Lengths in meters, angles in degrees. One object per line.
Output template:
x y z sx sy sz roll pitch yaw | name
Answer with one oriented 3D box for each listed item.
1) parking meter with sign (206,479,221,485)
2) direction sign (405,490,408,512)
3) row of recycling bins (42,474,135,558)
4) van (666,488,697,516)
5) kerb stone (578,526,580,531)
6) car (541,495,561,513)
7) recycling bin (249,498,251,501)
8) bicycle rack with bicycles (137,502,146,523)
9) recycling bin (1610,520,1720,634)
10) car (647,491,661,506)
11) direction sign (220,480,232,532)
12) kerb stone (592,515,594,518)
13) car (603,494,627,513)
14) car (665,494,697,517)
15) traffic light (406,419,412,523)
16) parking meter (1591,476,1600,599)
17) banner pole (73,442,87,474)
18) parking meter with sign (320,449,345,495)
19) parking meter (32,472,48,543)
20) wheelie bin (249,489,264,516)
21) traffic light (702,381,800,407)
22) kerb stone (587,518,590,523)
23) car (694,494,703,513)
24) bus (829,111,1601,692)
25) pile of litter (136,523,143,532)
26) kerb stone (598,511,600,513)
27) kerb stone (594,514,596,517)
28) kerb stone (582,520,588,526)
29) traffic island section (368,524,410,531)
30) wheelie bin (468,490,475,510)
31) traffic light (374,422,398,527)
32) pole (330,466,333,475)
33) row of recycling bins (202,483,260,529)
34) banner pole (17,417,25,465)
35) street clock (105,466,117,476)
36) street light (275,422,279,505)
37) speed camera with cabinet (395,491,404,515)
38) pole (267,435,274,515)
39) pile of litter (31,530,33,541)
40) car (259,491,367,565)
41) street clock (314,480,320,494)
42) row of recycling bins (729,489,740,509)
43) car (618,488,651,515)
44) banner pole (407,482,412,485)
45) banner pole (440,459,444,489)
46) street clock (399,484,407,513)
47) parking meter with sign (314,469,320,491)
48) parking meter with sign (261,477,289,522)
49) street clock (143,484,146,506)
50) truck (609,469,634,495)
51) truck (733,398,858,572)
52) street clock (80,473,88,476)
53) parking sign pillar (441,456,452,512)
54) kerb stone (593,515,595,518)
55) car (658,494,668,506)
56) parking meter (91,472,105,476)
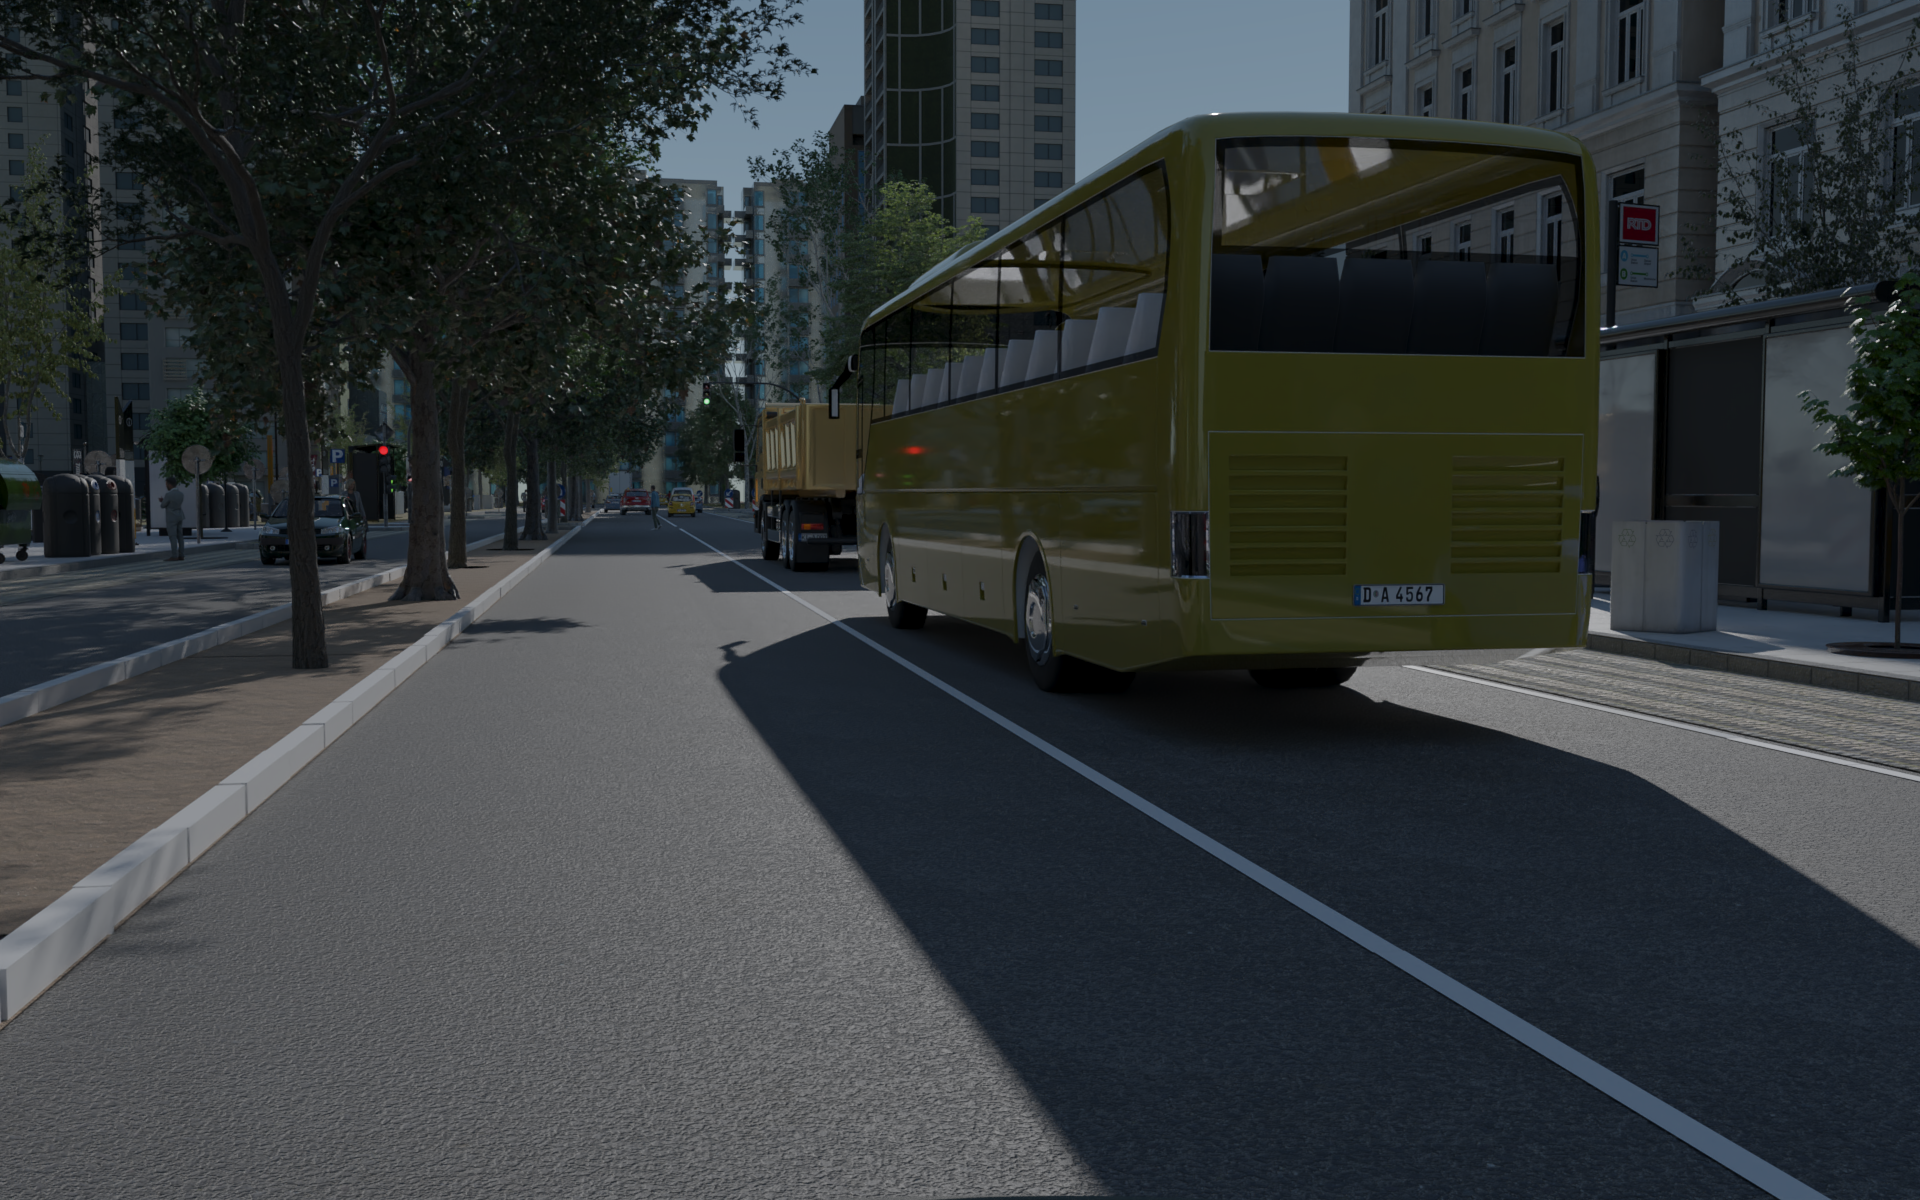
-33.768 -5.018 78.301 0.543 3.016 1.738 0 4 0 | parking meter with sign
-38.861 -7.913 121.382 0.876 3.537 0.379 2 4 34 | direction sign
-18.394 -1.800 36.538 1.069 1.692 3.534 0 4 -7 | row of recycling bins
-18.159 -6.494 113.195 2.013 2.044 4.112 -1 4 -10 | van
-14.325 -2.590 64.547 0.120 0.150 1.000 -1 4 -11 | kerb stone
-31.355 -7.625 133.714 2.155 1.783 4.494 -1 4 -11 | car
-47.723 -6.408 117.332 0.722 1.027 0.722 -2 4 -29 | recycling bin
-37.377 -3.934 77.701 2.925 0.926 2.852 1 4 14 | bicycle rack with bicycles
6.624 -0.228 16.287 0.722 1.027 0.722 -3 5 -40 | recycling bin
-38.594 -12.781 217.636 2.281 1.827 5.304 -1 4 -10 | car
-24.905 -4.079 58.696 0.876 3.537 0.379 1 4 23 | direction sign
-20.114 -4.402 94.212 0.120 0.150 1.000 -1 4 -11 | kerb stone
-26.729 -7.489 134.448 2.014 1.417 4.499 -1 4 -10 | car
-17.402 -5.989 108.141 2.015 1.641 3.980 -1 4 -9 | car
-21.955 -6.197 75.995 4.771 5.953 1.251 -1 4 -11 | traffic light
7.586 -0.947 21.196 0.399 1.863 0.255 3 4 37 | parking meter
-42.661 -5.754 84.101 0.863 3.779 0.401 0 4 7 | banner pole
-23.852 -4.270 66.069 0.543 3.016 1.738 -1 4 -11 | parking meter with sign
-24.256 -2.446 45.696 0.399 1.863 0.255 -3 5 -43 | parking meter
-41.081 -5.702 101.134 0.693 1.594 0.980 -1 4 -13 | wheelie bin
-8.049 -5.855 70.400 4.771 5.953 1.251 -1 4 -11 | traffic light
-18.160 -3.790 84.163 0.120 0.150 1.000 -1 4 -11 | kerb stone
-20.589 -7.348 132.149 2.014 1.417 4.499 -1 4 -11 | car
1.114 -1.465 15.498 2.896 3.916 12.252 -1 4 -12 | bus
-28.391 -2.749 58.914 1.176 0.858 1.719 3 4 36 | pile of litter
-24.241 -5.695 115.349 0.120 0.150 1.000 -1 4 -11 | kerb stone
-21.098 -4.713 99.252 0.120 0.150 1.000 -1 4 -11 | kerb stone
-16.970 -3.421 78.121 0.120 0.150 1.000 -1 4 -11 | kerb stone
-22.503 -2.787 67.851 2.009 0.180 2.903 -1 4 -11 | traffic island section
-38.854 -7.902 137.101 0.980 1.594 0.693 0 4 -1 | wheelie bin
-22.462 -4.820 67.725 0.839 4.253 0.868 -1 4 -11 | traffic light
-45.763 -8.096 126.208 0.158 3.312 0.155 0 3 0 | pole
-28.173 -3.591 65.818 1.069 1.692 3.534 1 4 9 | row of recycling bins
-28.201 -3.796 52.076 0.401 3.779 0.863 -1 4 -16 | banner pole
-21.967 -2.472 44.985 0.358 2.002 0.471 0 4 1 | street clock
-22.377 -5.130 56.670 0.468 5.910 1.993 -1 4 -11 | street light
-35.523 -6.965 108.218 0.660 3.252 2.038 1 4 11 | speed camera with cabinet
-23.868 -4.045 59.987 0.158 3.312 0.155 0 3 0 | pole
-25.767 -2.083 48.026 1.176 0.858 1.719 -2 4 -27 | pile of litter
-13.622 -1.638 36.567 2.009 1.686 4.222 -1 4 -12 | car
-34.289 -5.366 92.309 0.358 2.002 0.471 -1 4 -13 | street clock
-19.695 -8.831 151.504 1.069 1.692 3.534 -1 4 -10 | row of recycling bins
-22.331 -6.759 119.180 2.281 1.827 5.304 -1 4 -13 | car
-37.963 -7.939 119.819 0.863 3.779 0.401 2 4 30 | banner pole
-35.946 -7.873 118.743 0.401 3.779 0.863 -3 5 -41 | banner pole
-37.185 -6.798 115.718 0.358 2.002 0.471 3 5 44 | street clock
-44.688 -7.548 119.669 1.738 3.016 0.543 3 5 41 | parking meter with sign
-31.031 -5.067 79.108 1.738 3.016 0.543 0 4 -4 | parking meter with sign
-59.051 -7.405 125.644 0.358 2.002 0.471 -2 4 -23 | street clock
-39.457 -13.011 201.647 2.839 4.237 11.283 -1 4 -9 | truck
-2.650 -2.436 35.749 3.469 3.379 9.791 -1 4 -12 | truck
-30.111 -3.361 59.521 0.471 2.002 0.358 -2 4 -28 | street clock
-36.302 -8.258 123.495 1.447 3.967 1.447 2 4 32 | parking sign pillar
-20.517 -4.527 96.229 0.120 0.150 1.000 -1 4 -11 | kerb stone
-34.442 -11.598 199.843 2.015 1.641 3.980 -1 4 -12 | car
-22.861 -2.465 46.018 0.399 1.863 0.255 3 4 37 | parking meter
